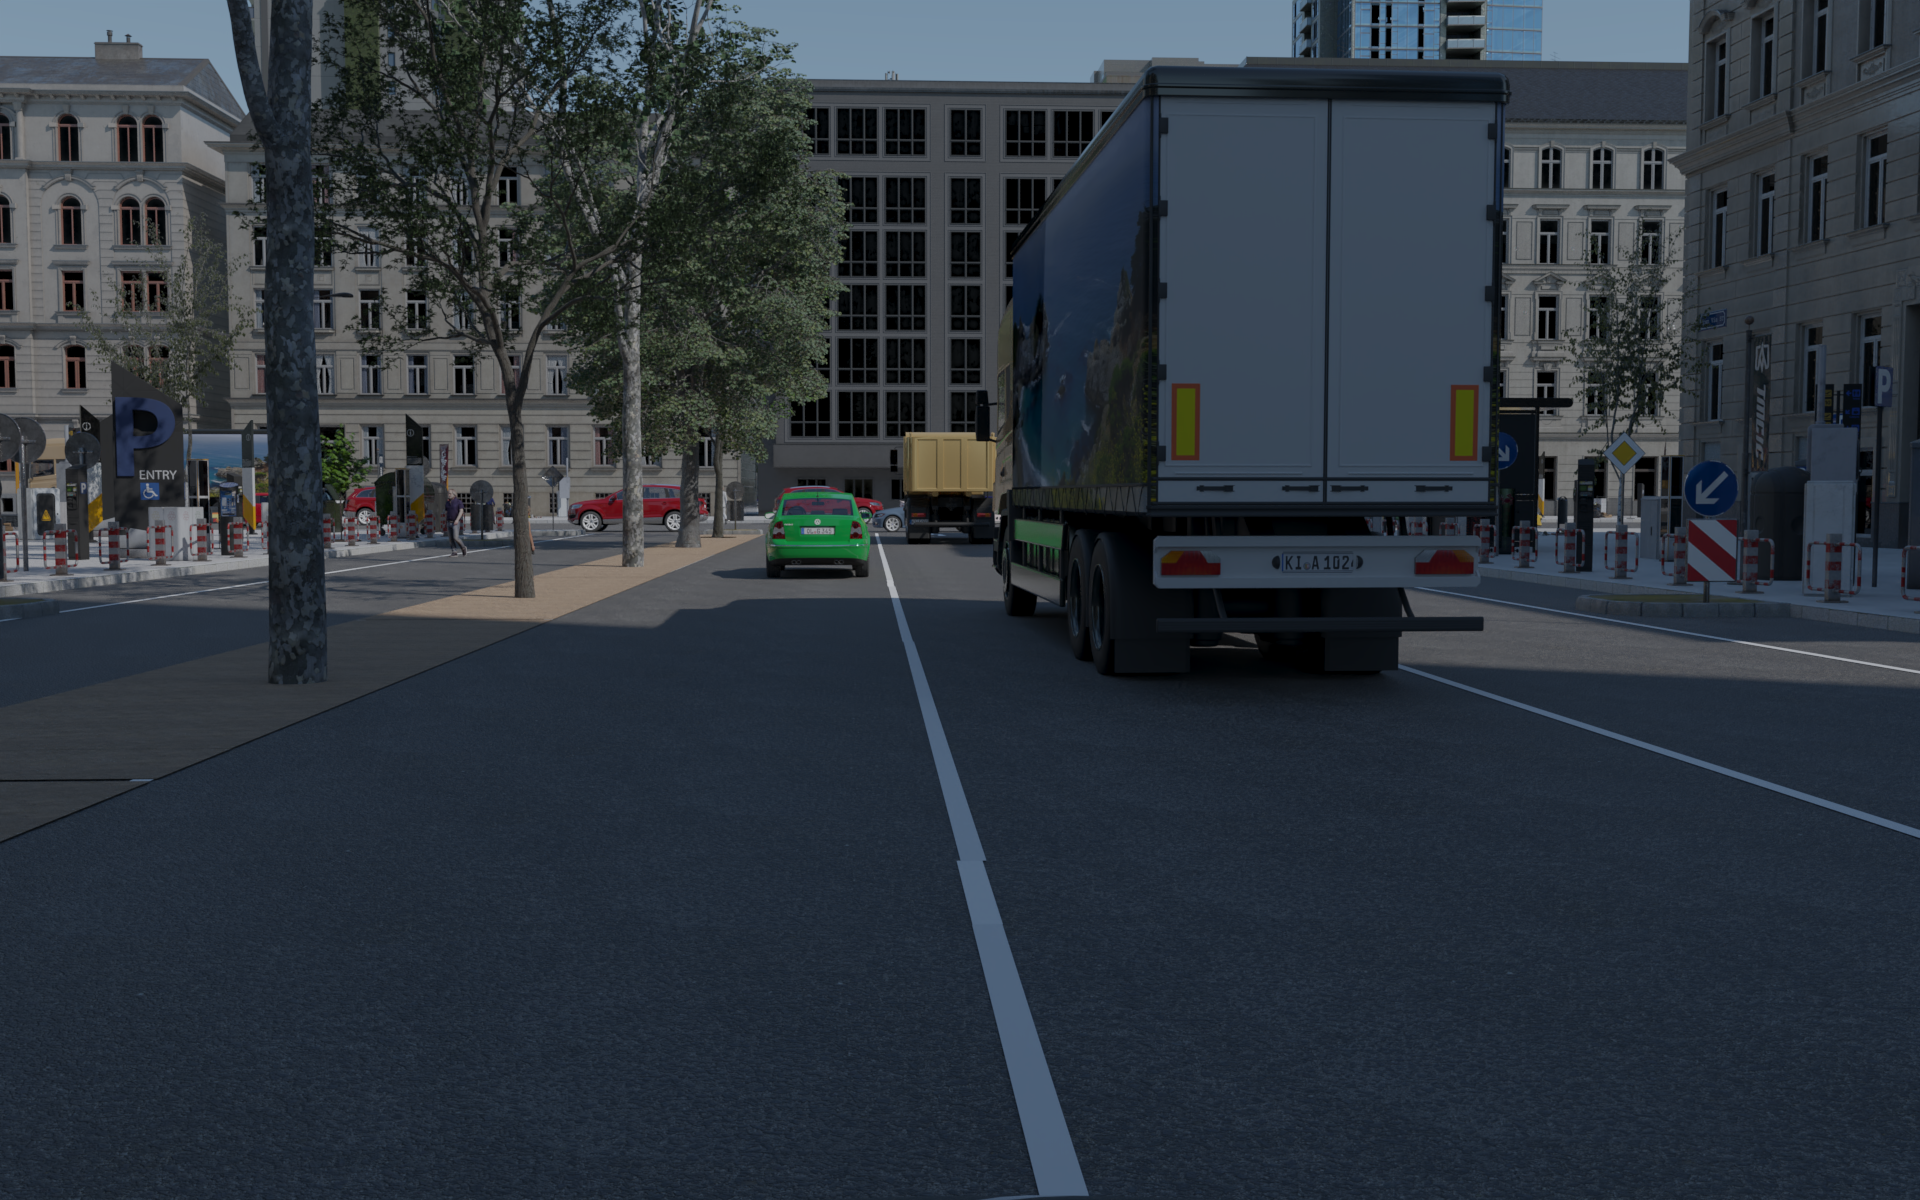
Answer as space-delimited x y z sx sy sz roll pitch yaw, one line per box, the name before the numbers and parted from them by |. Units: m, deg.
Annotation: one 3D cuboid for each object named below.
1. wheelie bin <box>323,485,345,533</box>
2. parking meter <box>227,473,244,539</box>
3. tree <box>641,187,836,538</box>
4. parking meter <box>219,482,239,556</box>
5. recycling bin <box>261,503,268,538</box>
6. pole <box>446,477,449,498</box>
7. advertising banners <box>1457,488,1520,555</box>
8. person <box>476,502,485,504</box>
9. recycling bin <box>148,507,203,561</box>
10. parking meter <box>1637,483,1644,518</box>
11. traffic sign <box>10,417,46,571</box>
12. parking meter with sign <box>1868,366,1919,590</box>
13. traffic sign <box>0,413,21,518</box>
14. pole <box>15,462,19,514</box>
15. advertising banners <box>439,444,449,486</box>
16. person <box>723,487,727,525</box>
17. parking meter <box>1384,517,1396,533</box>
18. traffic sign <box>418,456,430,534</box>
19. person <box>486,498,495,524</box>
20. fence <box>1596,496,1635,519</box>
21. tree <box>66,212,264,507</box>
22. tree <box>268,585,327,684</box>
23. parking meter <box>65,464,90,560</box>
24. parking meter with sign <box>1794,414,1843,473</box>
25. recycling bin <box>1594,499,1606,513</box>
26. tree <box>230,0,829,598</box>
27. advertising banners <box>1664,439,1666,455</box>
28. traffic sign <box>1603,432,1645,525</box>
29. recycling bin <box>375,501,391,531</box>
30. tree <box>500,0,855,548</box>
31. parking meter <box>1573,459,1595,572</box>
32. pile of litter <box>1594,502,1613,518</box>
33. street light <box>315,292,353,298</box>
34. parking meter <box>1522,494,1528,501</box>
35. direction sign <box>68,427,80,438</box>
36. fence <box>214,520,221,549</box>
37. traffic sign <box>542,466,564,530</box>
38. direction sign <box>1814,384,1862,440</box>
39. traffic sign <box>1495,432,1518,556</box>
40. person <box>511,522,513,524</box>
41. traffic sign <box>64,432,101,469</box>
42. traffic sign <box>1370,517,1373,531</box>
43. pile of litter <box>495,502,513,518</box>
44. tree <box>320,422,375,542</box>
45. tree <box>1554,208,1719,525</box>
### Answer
wheelie bin | -20.990 -3.047 57.726 0.693 1.594 0.980 0 4 8
parking meter | -19.785 -2.543 47.283 0.399 1.863 0.255 2 4 33
tree | -7.755 -7.810 55.902 9.928 11.665 9.643 0 3 0
parking meter | -15.244 -1.697 36.154 0.372 1.533 0.369 0 3 0
recycling bin | -20.180 -2.353 51.024 0.722 1.027 0.722 -1 4 -21
pole | -25.766 -5.688 86.843 0.158 3.312 0.155 0 3 0
advertising banners | 10.885 -2.458 36.376 2.074 3.025 0.090 -1 4 -21
person | -21.987 -4.299 79.519 0.841 1.734 0.376 2 4 30
recycling bin | -15.137 -1.279 33.468 0.722 1.027 0.722 1 4 14
parking meter | 37.057 -5.418 94.299 0.255 1.863 0.399 3 4 37
traffic sign | -15.518 -1.749 28.701 0.768 2.556 0.104 0 4 1
parking meter with sign | 13.121 -1.643 23.132 0.543 3.016 1.738 -3 5 -39
traffic sign | -15.086 -1.654 27.146 0.768 2.556 0.104 0 4 2
pole | -50.092 -6.006 92.045 0.158 3.312 0.155 0 3 0
advertising banners | -18.577 -3.954 60.831 2.074 3.025 0.090 3 4 37
person | -10.979 -4.370 79.834 0.514 1.842 0.818 -2 4 -26
parking meter | 14.289 -3.171 57.555 0.255 1.863 0.399 3 5 44
traffic sign | -17.504 -3.416 55.956 0.768 2.556 0.104 0 4 1
person | -22.206 -4.332 82.021 0.574 1.496 0.600 1 4 10
fence | 34.200 -4.857 90.608 0.480 1.192 2.264 -2 4 -32
tree | -20.198 -5.760 44.532 4.360 8.622 3.978 0 3 0
tree | -6.281 -9.479 13.320 12.611 20.169 13.585 0 3 0
parking meter | -17.175 -1.712 33.702 0.255 1.863 0.399 0 4 2
parking meter with sign | 18.329 -2.507 37.248 1.738 3.016 0.543 -1 4 -18
recycling bin | 35.943 -5.203 97.621 0.722 1.027 0.722 3 5 42
tree | -5.976 -5.319 23.832 8.767 10.594 7.601 0 4 -3
advertising banners | 22.024 -3.539 54.057 0.090 3.025 2.074 1 4 20
traffic sign | 12.310 -1.896 32.179 0.795 2.450 0.064 0 4 -1
recycling bin | -19.864 -2.911 60.155 0.722 1.027 0.722 -2 4 -32
tree | -7.255 -8.364 45.870 9.857 13.997 8.962 0 3 0
parking meter | 10.346 -1.404 28.666 0.255 1.863 0.399 1 4 18
pile of litter | 34.967 -4.915 94.328 1.176 0.858 1.719 2 4 33
street light | -14.662 -4.126 39.995 1.470 5.913 1.316 0 4 -3
parking meter | 31.928 -5.480 98.006 0.372 1.533 0.369 0 3 0
direction sign | -30.194 -4.106 59.132 0.379 3.537 0.876 0 4 -1
fence | -16.674 -1.474 39.470 0.278 0.683 2.069 -2 4 -34
traffic sign | -14.325 -3.506 60.959 0.795 2.450 0.064 0 4 -3
direction sign | 18.051 -2.672 35.679 0.876 3.537 0.379 1 4 12
traffic sign | 11.058 -2.173 35.627 0.768 2.556 0.104 0 3 0
person | -21.548 -4.347 83.847 0.394 1.301 0.425 2 4 24
traffic sign | -18.069 -2.176 35.682 0.768 2.556 0.104 0 4 2
traffic sign | 11.231 -2.880 47.186 0.768 2.556 0.104 0 4 -2
pile of litter | -24.757 -4.955 94.978 1.719 0.858 1.176 1 4 14
tree | -16.570 -3.185 46.678 1.663 3.219 1.824 0 3 0
tree | 17.621 -5.831 45.702 4.360 8.622 3.978 0 3 0
